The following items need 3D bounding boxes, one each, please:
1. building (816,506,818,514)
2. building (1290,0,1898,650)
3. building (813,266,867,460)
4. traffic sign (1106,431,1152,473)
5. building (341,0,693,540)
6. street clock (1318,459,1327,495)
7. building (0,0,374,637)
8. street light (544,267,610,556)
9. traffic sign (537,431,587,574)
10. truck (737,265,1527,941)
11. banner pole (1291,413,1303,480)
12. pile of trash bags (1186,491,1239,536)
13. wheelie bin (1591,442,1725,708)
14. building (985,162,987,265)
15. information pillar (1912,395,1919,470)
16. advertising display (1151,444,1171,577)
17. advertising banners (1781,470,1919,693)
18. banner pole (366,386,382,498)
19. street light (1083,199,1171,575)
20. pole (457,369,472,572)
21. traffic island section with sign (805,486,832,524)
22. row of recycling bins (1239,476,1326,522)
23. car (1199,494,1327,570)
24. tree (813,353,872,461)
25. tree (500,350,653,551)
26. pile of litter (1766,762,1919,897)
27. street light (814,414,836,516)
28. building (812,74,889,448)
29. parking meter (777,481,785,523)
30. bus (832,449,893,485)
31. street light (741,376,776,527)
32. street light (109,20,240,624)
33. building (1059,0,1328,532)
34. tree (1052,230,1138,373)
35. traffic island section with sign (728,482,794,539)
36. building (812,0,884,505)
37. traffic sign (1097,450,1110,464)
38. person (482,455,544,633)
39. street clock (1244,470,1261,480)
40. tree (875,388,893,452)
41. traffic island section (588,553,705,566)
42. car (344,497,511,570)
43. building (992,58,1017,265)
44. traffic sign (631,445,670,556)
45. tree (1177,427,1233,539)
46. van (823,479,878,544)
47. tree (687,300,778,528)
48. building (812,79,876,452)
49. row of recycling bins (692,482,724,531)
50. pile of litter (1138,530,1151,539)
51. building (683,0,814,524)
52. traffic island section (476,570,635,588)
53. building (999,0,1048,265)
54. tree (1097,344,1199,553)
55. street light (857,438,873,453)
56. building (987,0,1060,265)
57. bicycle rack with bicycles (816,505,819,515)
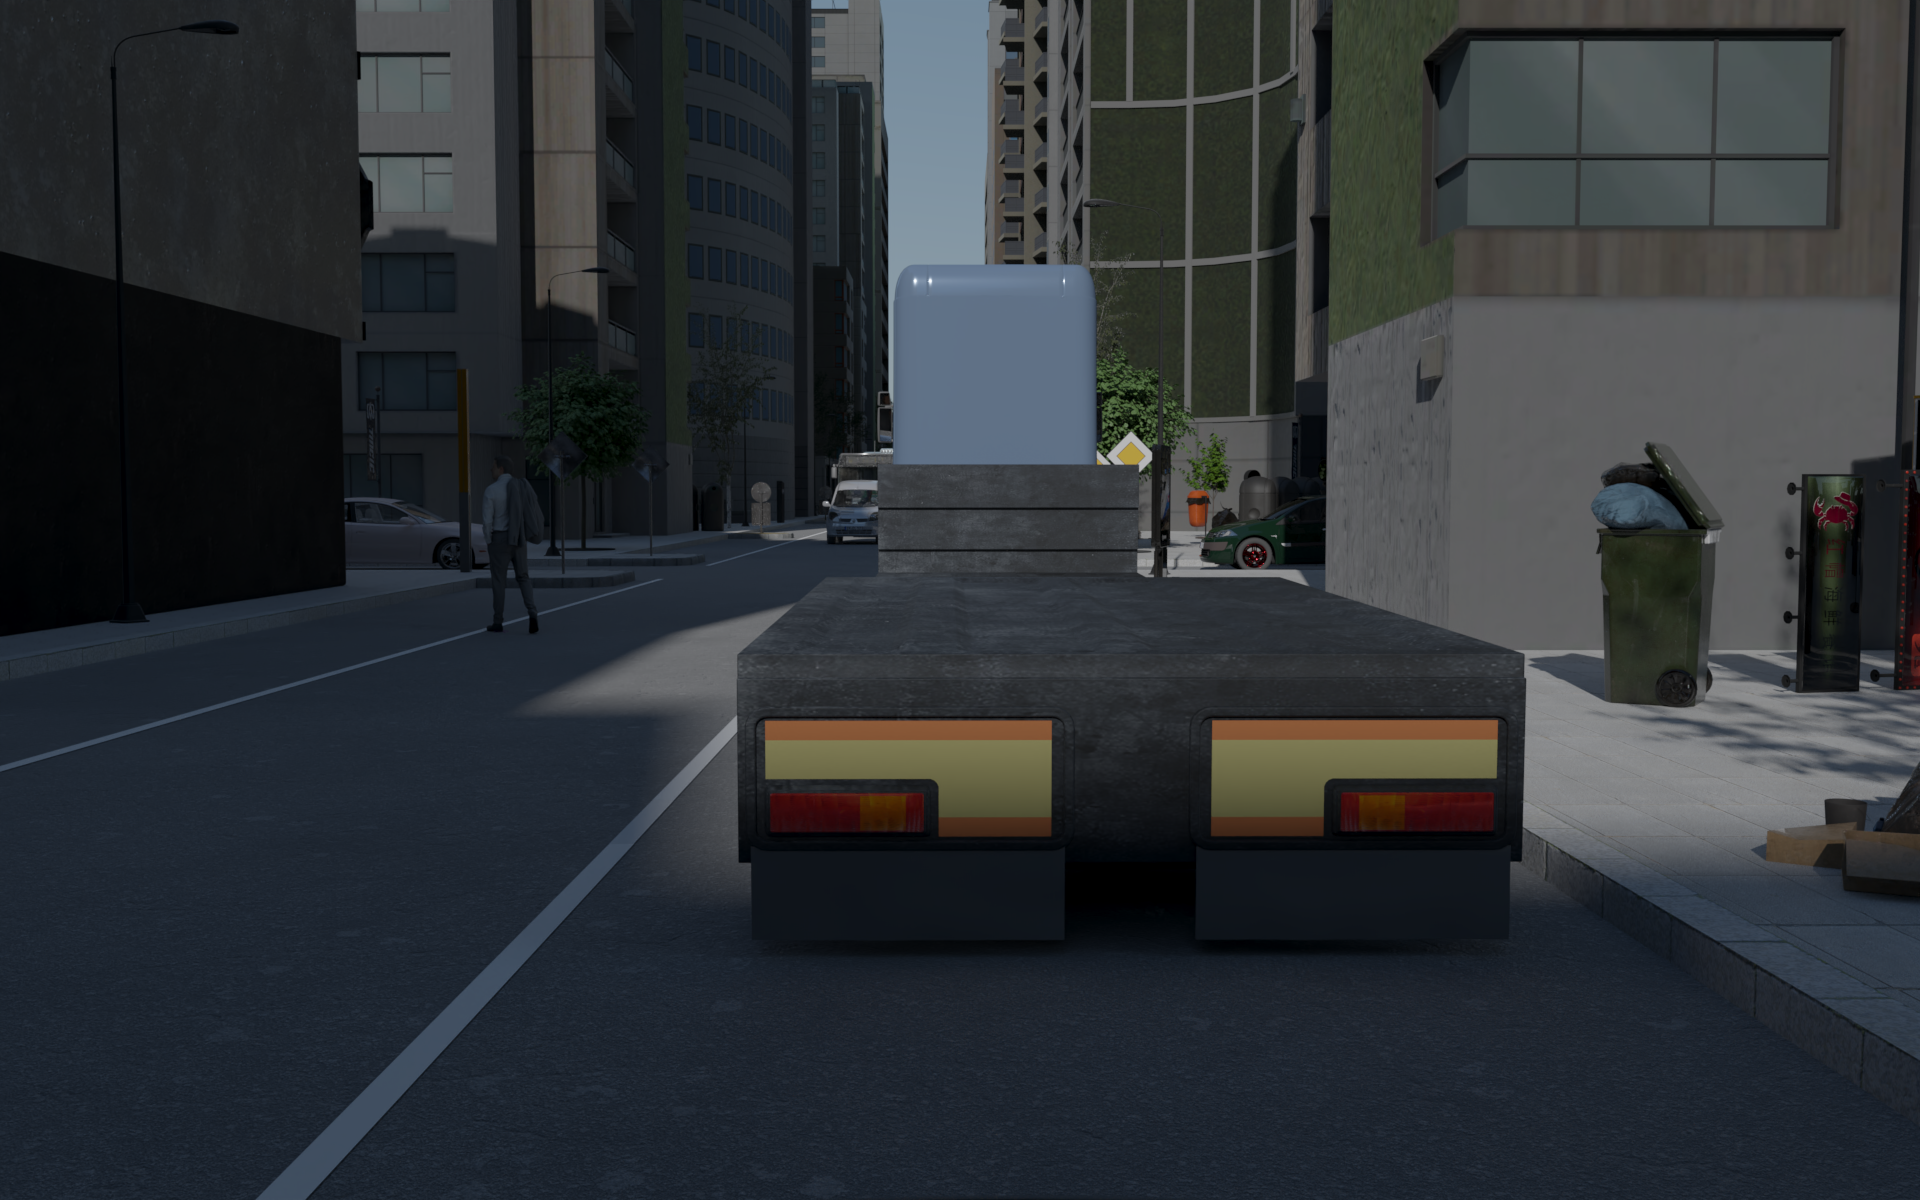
[{"bbox_3d":[-18.899,-41.681,119.728,20.563,71.187,20.611,0,3,0],"label":"building"},{"bbox_3d":[11.015,-15.196,20.151,14.160,30.474,14.107,0,3,0],"label":"building"},{"bbox_3d":[-22.447,-18.404,145.947,27.650,21.520,28.899,0,3,0],"label":"building"},{"bbox_3d":[2.730,-1.473,27.733,0.795,2.450,0.064,0,3,0],"label":"traffic sign"},{"bbox_3d":[-16.034,-22.436,50.416,14.154,41.232,14.086,0,3,0],"label":"building"},{"bbox_3d":[7.586,-1.903,35.681,0.358,2.002,0.471,-1,4,-22],"label":"street clock"},{"bbox_3d":[-16.958,-9.242,18.566,16.811,18.784,16.820,0,3,0],"label":"building"},{"bbox_3d":[-7.867,-3.856,35.590,1.470,5.913,1.316,0,3,0],"label":"street light"},{"bbox_3d":[-6.364,-1.474,27.738,0.795,2.450,0.064,0,3,0],"label":"traffic sign"},{"bbox_3d":[0.457,-1.517,14.568,2.967,4.110,18.799,0,4,0],"label":"truck"},{"bbox_3d":[10.377,-3.874,53.354,0.401,3.779,0.863,2,4,35],"label":"banner pole"},{"bbox_3d":[7.155,-2.135,44.663,3.447,1.369,1.912,-3,4,-38],"label":"pile of trash bags"},{"bbox_3d":[4.285,-0.169,10.677,0.693,1.594,0.980,2,4,31],"label":"wheelie bin"},{"bbox_3d":[14.133,-37.338,234.181,21.300,48.544,21.600,0,3,0],"label":"building"},{"bbox_3d":[7.284,-0.511,12.852,0.304,2.012,0.304,-2,4,-23],"label":"information pillar"},{"bbox_3d":[2.656,-1.080,22.879,0.123,1.923,0.974,1,4,15],"label":"advertising display"},{"bbox_3d":[6.322,-0.923,11.281,2.074,3.025,0.090,-1,4,-13],"label":"advertising banners"},{"bbox_3d":[-13.530,-3.060,40.051,0.401,3.779,0.863,0,4,7],"label":"banner pole"},{"bbox_3d":[2.638,-3.358,27.439,1.470,5.913,1.316,0,3,0],"label":"street light"},{"bbox_3d":[-8.106,-2.109,28.324,0.158,3.312,0.155,0,3,0],"label":"pole"},{"bbox_3d":[-6.501,-4.629,84.309,1.989,1.847,2.006,0,3,0],"label":"traffic island section with sign"},{"bbox_3d":[7.848,-2.081,41.140,1.069,1.692,3.534,3,5,42],"label":"row of recycling bins"},{"bbox_3d":[6.567,-1.367,32.143,4.222,1.686,2.009,0,4,1],"label":"car"},{"bbox_3d":[-9.595,-10.538,106.710,8.767,10.594,7.601,0,4,-7],"label":"tree"},{"bbox_3d":[-8.699,-3.412,39.506,4.285,4.588,4.351,0,3,0],"label":"tree"},{"bbox_3d":[3.396,0.513,5.576,1.176,0.858,1.719,0,4,-7],"label":"pile of litter"},{"bbox_3d":[-7.927,-7.845,100.802,1.470,5.913,1.316,0,3,0],"label":"street light"},{"bbox_3d":[-19.480,-35.520,204.456,21.300,48.544,21.600,0,3,0],"label":"building"},{"bbox_3d":[-7.975,-4.360,77.004,0.255,1.863,0.399,1,4,13],"label":"parking meter"},{"bbox_3d":[-3.285,-4.638,70.685,2.948,3.499,13.247,0,4,0],"label":"bus"},{"bbox_3d":[-7.949,-5.861,68.369,1.470,5.913,1.316,0,3,0],"label":"street light"},{"bbox_3d":[-7.764,-2.727,17.136,1.470,5.913,1.316,0,3,0],"label":"street light"},{"bbox_3d":[12.231,-38.171,62.346,20.563,71.187,20.611,0,3,0],"label":"building"},{"bbox_3d":[3.111,-6.010,48.627,4.360,8.622,3.978,0,3,0],"label":"tree"},{"bbox_3d":[-6.444,-2.916,56.309,1.989,1.847,2.006,0,3,0],"label":"traffic island section with sign"},{"bbox_3d":[-19.325,-49.984,255.484,20.563,71.187,20.611,0,3,0],"label":"building"},{"bbox_3d":[2.716,-1.962,35.718,0.795,2.450,0.064,0,3,0],"label":"traffic sign"},{"bbox_3d":[-4.612,-0.568,17.882,0.679,1.850,0.850,-3,5,-43],"label":"person"},{"bbox_3d":[8.709,-2.879,51.648,0.471,2.002,0.358,-1,4,-22],"label":"street clock"},{"bbox_3d":[-9.314,-16.531,187.290,9.611,12.733,9.660,0,3,0],"label":"tree"},{"bbox_3d":[-6.401,-0.826,35.784,2.009,0.180,2.903,0,3,0],"label":"traffic island section"},{"bbox_3d":[-10.765,-1.236,32.575,4.827,1.381,2.083,0,4,-2],"label":"car"},{"bbox_3d":[10.315,-32.367,179.318,14.600,45.320,14.200,0,3,0],"label":"building"},{"bbox_3d":[-6.378,-1.962,35.723,0.795,2.450,0.064,0,3,0],"label":"traffic sign"},{"bbox_3d":[7.365,-3.381,49.874,1.663,3.219,1.824,0,3,0],"label":"tree"},{"bbox_3d":[-2.965,-2.675,50.745,2.013,2.044,4.112,0,4,1],"label":"van"},{"bbox_3d":[-8.908,-6.999,64.796,4.360,8.622,3.978,0,3,0],"label":"tree"},{"bbox_3d":[-15.492,-29.554,166.809,14.154,41.232,14.086,0,3,0],"label":"building"},{"bbox_3d":[-9.920,-3.235,60.010,3.534,1.692,1.069,0,4,4],"label":"row of recycling bins"},{"bbox_3d":[4.663,-2.160,49.289,1.719,0.858,1.176,1,4,14],"label":"pile of litter"},{"bbox_3d":[-18.946,-33.206,84.923,21.231,58.520,28.212,0,3,0],"label":"building"},{"bbox_3d":[-6.388,-0.338,27.799,2.009,0.180,2.903,0,3,0],"label":"traffic island section"},{"bbox_3d":[14.069,-28.974,128.352,22.147,44.769,28.867,0,3,0],"label":"building"},{"bbox_3d":[3.552,-3.322,38.024,4.285,4.588,4.351,0,3,0],"label":"tree"},{"bbox_3d":[-7.999,-10.526,144.647,1.470,5.913,1.316,0,3,0],"label":"street light"},{"bbox_3d":[13.783,-40.770,208.594,21.231,58.520,28.212,0,3,0],"label":"building"},{"bbox_3d":[-9.522,-5.534,103.857,2.852,0.926,2.925,3,5,42],"label":"bicycle rack with bicycles"}]
